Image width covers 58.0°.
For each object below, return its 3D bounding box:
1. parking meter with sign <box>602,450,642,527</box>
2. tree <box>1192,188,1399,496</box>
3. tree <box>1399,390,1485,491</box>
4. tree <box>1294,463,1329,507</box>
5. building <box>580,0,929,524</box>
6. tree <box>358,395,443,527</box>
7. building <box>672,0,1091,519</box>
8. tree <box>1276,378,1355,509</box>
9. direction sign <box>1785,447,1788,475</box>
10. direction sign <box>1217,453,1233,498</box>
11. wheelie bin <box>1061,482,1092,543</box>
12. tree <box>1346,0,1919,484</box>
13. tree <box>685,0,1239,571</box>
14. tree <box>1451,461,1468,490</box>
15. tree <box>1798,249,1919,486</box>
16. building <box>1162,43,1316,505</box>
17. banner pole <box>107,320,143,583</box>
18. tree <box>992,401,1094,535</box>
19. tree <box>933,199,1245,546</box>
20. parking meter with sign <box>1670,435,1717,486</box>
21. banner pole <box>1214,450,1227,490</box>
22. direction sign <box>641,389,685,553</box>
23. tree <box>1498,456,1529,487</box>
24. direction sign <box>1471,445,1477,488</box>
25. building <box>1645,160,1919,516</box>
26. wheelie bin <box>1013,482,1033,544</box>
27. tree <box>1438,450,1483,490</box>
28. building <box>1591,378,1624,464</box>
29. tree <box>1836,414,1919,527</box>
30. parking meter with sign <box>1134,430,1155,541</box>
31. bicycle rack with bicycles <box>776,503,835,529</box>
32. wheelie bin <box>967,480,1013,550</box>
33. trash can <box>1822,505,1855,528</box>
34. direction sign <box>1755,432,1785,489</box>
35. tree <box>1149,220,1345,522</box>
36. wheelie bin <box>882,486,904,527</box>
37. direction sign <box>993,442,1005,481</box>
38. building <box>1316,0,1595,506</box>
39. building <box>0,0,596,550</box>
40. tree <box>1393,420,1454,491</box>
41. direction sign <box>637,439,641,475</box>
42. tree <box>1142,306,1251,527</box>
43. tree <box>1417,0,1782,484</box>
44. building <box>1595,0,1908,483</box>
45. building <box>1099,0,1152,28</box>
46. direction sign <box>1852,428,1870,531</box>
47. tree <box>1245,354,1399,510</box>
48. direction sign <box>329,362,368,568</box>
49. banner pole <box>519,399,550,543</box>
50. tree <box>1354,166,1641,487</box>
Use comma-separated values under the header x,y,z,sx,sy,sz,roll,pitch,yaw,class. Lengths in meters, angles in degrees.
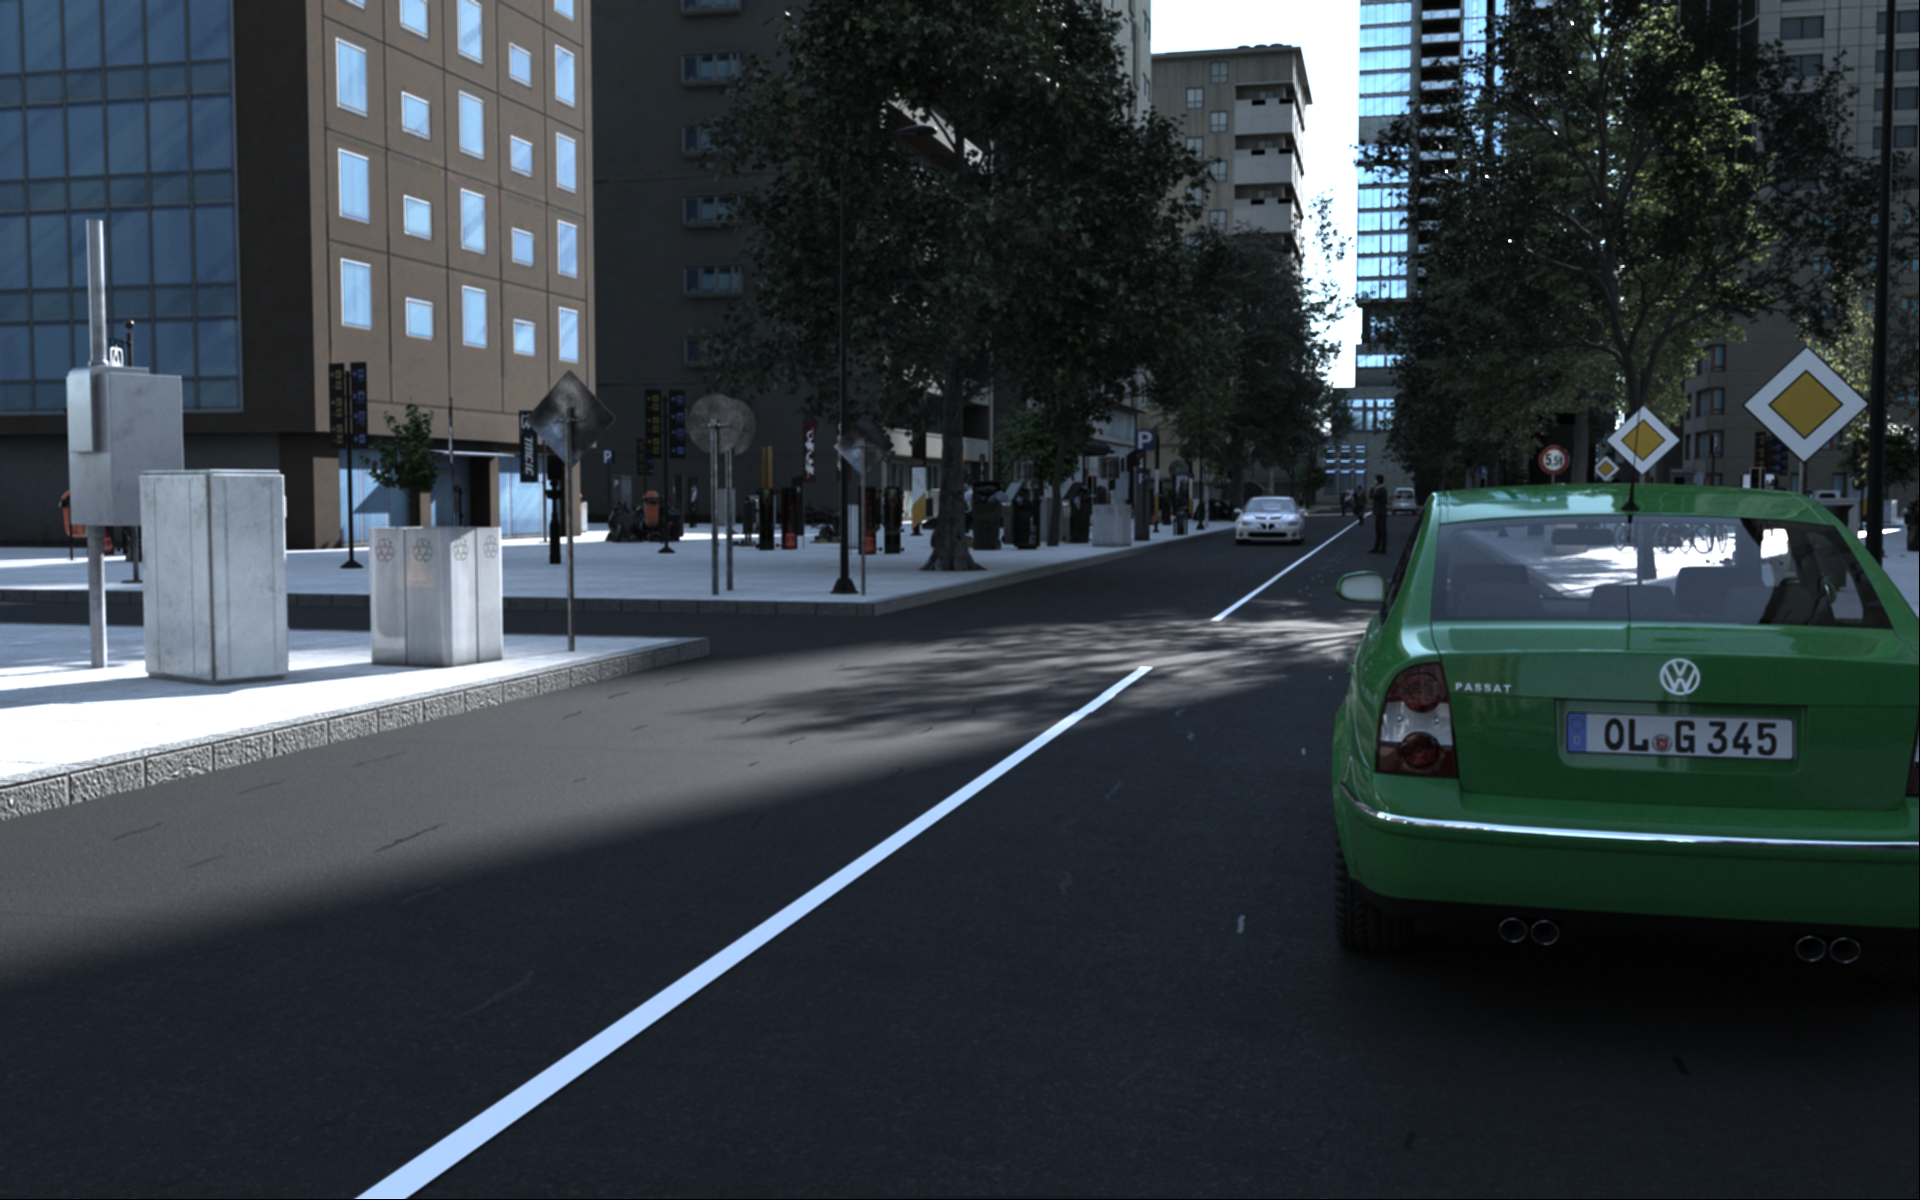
x,y,z,sx,sy,sz,roll,pitch,yaw,class
-13.420,-4.449,68.999,0.543,3.016,1.738,2,4,32,parking meter with sign
20.353,-15.425,108.085,12.611,20.169,13.585,0,3,0,tree
41.874,-14.627,149.516,12.009,13.543,11.850,0,3,0,tree
33.765,-11.177,166.454,4.285,4.588,4.351,0,3,0,tree
-11.105,-28.213,84.988,21.300,48.544,21.600,1,4,14,building
-10.624,-2.403,33.894,1.663,3.219,1.824,0,3,0,tree
-3.919,-29.785,110.683,21.300,48.544,21.600,1,4,14,building
30.622,-13.791,151.238,9.928,11.665,9.643,0,3,0,tree
34.329,-4.947,72.877,0.876,3.537,0.379,2,4,33,direction sign
13.653,-5.938,89.078,0.876,3.537,0.379,1,4,18,direction sign
3.080,-2.303,45.563,0.693,1.594,0.980,-1,4,-17,wheelie bin
10.426,-5.618,26.270,8.767,10.594,7.601,0,4,0,tree
-0.031,-6.834,28.743,9.611,12.733,9.660,0,3,0,tree
25.693,-5.730,88.281,1.663,3.219,1.824,0,3,0,tree
27.844,-6.288,53.169,4.360,8.622,3.978,0,3,0,tree
29.330,-37.734,206.191,27.495,52.752,28.713,1,4,14,building
-11.925,-2.123,24.731,0.401,3.779,0.863,0,4,0,banner pole
2.676,-4.391,55.503,4.285,4.588,4.351,0,3,0,tree
2.522,-6.590,42.164,7.601,10.594,8.767,3,5,44,tree
21.589,-3.392,51.715,1.738,3.016,0.543,2,4,33,parking meter with sign
14.435,-6.451,95.490,0.863,3.779,0.401,1,4,15,banner pole
-6.404,-2.794,37.683,0.876,3.537,0.379,-2,4,-25,direction sign
21.622,-4.489,67.990,1.663,3.219,1.824,0,3,0,tree
23.626,-5.363,79.682,0.379,3.537,0.876,2,4,32,direction sign
60.630,-16.304,111.604,27.650,21.520,28.899,1,4,14,building
1.464,-2.246,44.638,0.693,1.594,0.980,-2,4,-28,wheelie bin
32.224,-7.757,110.541,4.285,4.588,4.351,0,3,0,tree
86.951,-53.494,187.294,31.000,86.520,22.319,1,4,14,building
36.579,-5.188,68.534,4.285,4.588,4.351,0,3,0,tree
5.072,-3.169,48.066,0.543,3.016,1.738,0,4,3,parking meter with sign
-6.385,-3.429,69.440,2.925,0.926,2.852,0,4,-4,bicycle rack with bicycles
0.632,-1.948,39.752,0.980,1.594,0.693,0,4,6,wheelie bin
11.436,-0.693,22.984,0.748,1.137,0.748,0,3,0,trash can
29.330,-4.338,62.916,0.876,3.537,0.379,2,4,32,direction sign
13.103,-10.637,80.569,9.857,13.997,8.962,0,3,0,tree
-2.581,-3.648,67.546,0.980,1.594,0.693,-3,5,-44,wheelie bin
1.624,-4.927,72.549,0.379,3.537,0.876,2,4,34,direction sign
56.735,-53.918,194.238,31.000,86.520,22.319,1,4,14,building
-19.536,-24.245,46.510,14.600,45.320,14.200,1,4,14,building
45.697,-15.776,164.591,9.857,13.997,8.962,0,3,0,tree
-12.953,-4.850,71.289,0.379,3.537,0.876,2,4,35,direction sign
9.366,-7.125,66.852,4.737,8.622,4.395,0,3,0,tree
14.269,-7.353,38.342,7.486,12.596,7.792,0,3,0,tree
62.373,-42.644,135.473,20.563,71.187,20.611,1,4,14,building
1.404,-34.117,147.046,27.495,52.752,28.713,1,4,14,building
30.975,-4.124,59.428,0.876,3.537,0.379,-1,4,-17,direction sign
26.738,-14.014,139.493,12.009,13.543,11.850,0,3,0,tree
-10.571,-2.324,29.989,0.876,3.537,0.379,2,4,28,direction sign
-11.223,-3.411,45.779,0.863,3.779,0.401,-1,4,-9,banner pole
18.586,-8.742,59.938,9.611,12.733,9.660,0,3,0,tree
